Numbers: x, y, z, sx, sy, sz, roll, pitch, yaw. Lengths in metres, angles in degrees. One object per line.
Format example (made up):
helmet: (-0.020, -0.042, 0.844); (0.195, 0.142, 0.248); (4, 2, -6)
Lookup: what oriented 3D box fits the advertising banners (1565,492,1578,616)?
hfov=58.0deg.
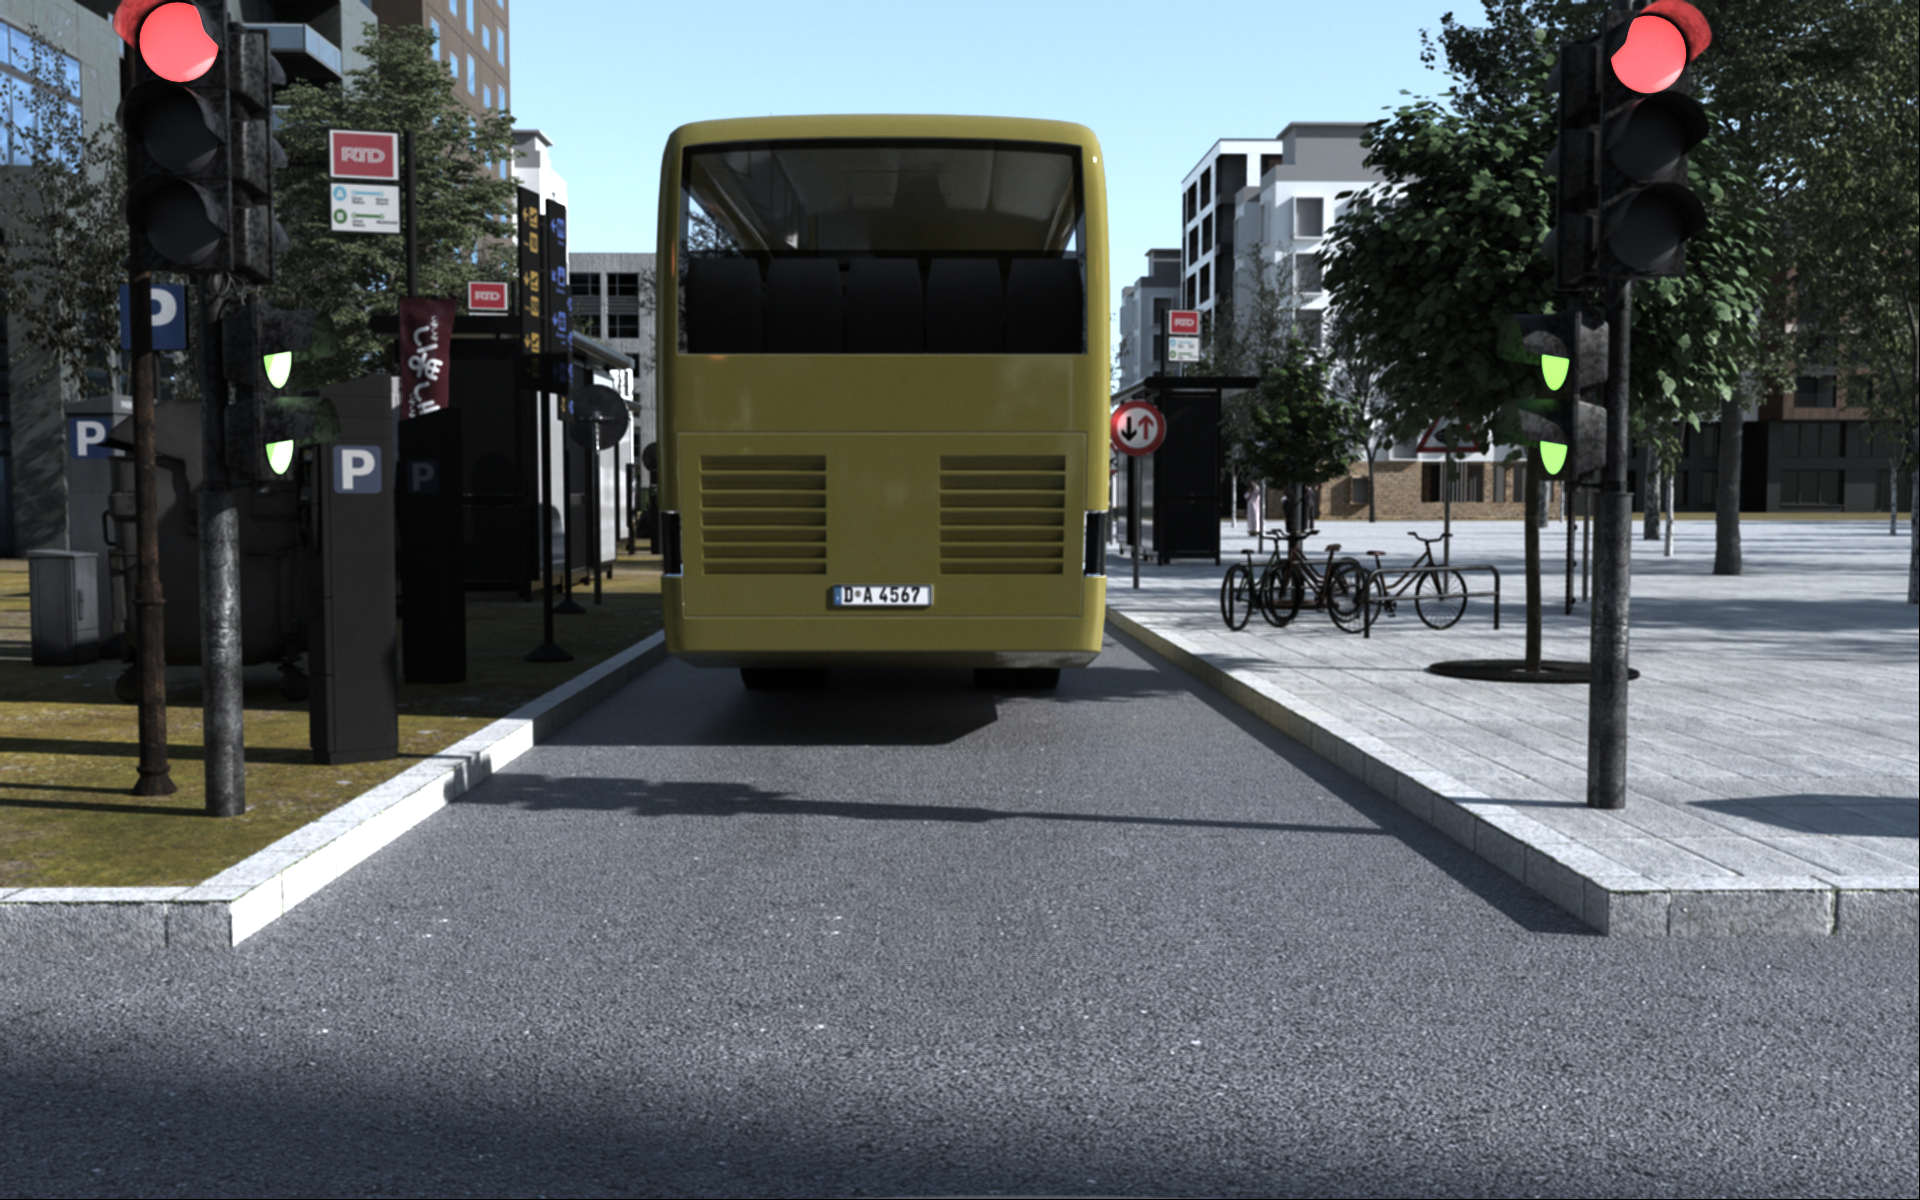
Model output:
advertising banners: (6.563, -1.370, 18.583); (0.090, 3.025, 2.074); (1, 4, 21)

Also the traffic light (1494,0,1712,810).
traffic light: (2.634, -1.106, 6.998); (0.839, 4.253, 0.868); (0, 4, -2)

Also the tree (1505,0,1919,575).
tree: (12.302, -6.648, 26.827); (7.486, 12.596, 7.792); (0, 3, 0)

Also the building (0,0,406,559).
building: (-29.347, -44.905, 46.861); (22.319, 86.520, 31.000); (0, 4, -2)

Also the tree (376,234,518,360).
tree: (-13.989, -5.988, 48.271); (4.360, 8.622, 3.978); (0, 3, 0)

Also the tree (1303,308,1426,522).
tree: (18.836, -8.810, 78.461); (8.767, 10.594, 7.601); (1, 4, 21)

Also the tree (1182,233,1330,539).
tree: (8.419, -6.035, 49.027); (4.360, 8.622, 3.978); (0, 3, 0)

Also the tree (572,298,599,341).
tree: (-13.785, -6.295, 53.286); (4.360, 8.622, 3.978); (0, 3, 0)

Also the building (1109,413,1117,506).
building: (17.624, -14.823, 184.501); (28.070, 9.664, 9.099); (0, 4, -2)

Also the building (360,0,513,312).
building: (-27.000, -25.728, 70.756); (14.600, 45.320, 14.200); (0, 4, -2)

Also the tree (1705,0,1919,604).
tree: (10.957, -4.260, 20.020); (4.737, 8.622, 4.395); (0, 3, 0)

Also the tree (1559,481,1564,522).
tree: (27.469, -7.814, 78.117); (4.360, 8.622, 3.978); (0, 3, 0)

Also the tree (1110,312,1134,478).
tree: (2.787, -6.011, 48.634); (4.360, 8.622, 3.978); (0, 3, 0)

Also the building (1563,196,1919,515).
building: (59.546, -17.643, 132.438); (32.646, 21.610, 27.936); (0, 4, -2)

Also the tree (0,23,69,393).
tree: (-13.851, -4.721, 27.546); (4.360, 8.622, 3.978); (0, 3, 0)

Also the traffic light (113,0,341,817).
traffic light: (-2.924, -1.095, 6.817); (0.839, 4.253, 0.868); (0, 4, -2)

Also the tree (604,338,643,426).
tree: (-14.633, -6.898, 63.150); (4.360, 8.622, 3.978); (0, 3, 0)

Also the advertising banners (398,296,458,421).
advertising banners: (-5.478, -1.174, 15.381); (2.074, 3.025, 0.090); (0, 4, -1)

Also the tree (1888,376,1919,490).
tree: (44.426, -6.607, 70.923); (11.467, 7.101, 20.602); (0, 4, -5)

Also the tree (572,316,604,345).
tree: (-15.945, -7.309, 69.861); (4.737, 8.622, 4.395); (0, 3, 0)

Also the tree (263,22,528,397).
tree: (-13.695, -7.571, 41.916); (7.486, 12.596, 7.792); (0, 3, 0)

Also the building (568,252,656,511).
building: (-37.811, -16.421, 134.933); (31.486, 18.905, 16.747); (0, 4, -2)

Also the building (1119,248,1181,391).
building: (21.038, -17.294, 139.176); (16.016, 20.091, 11.380); (0, 4, -2)

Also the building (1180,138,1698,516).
building: (28.348, -16.669, 116.516); (27.936, 21.610, 32.646); (0, 4, -2)

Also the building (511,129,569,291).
building: (-28.260, -14.156, 87.863); (16.016, 20.091, 11.380); (0, 4, -2)

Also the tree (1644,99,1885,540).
tree: (18.541, -11.683, 46.902); (12.611, 20.169, 13.585); (0, 3, 0)

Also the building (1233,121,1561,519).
building: (23.192, -14.535, 94.060); (16.016, 20.091, 11.380); (0, 4, -2)

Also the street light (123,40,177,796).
street light: (-3.458, -2.108, 7.254); (0.468, 5.910, 1.993); (0, 4, -2)

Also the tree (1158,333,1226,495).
tree: (10.274, -7.811, 78.065); (4.737, 8.622, 4.395); (0, 3, 0)

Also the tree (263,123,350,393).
tree: (-13.596, -5.012, 32.302); (4.360, 8.622, 3.978); (0, 3, 0)

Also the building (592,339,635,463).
building: (-24.800, -10.143, 107.982); (9.099, 9.664, 28.070); (0, 4, -2)
